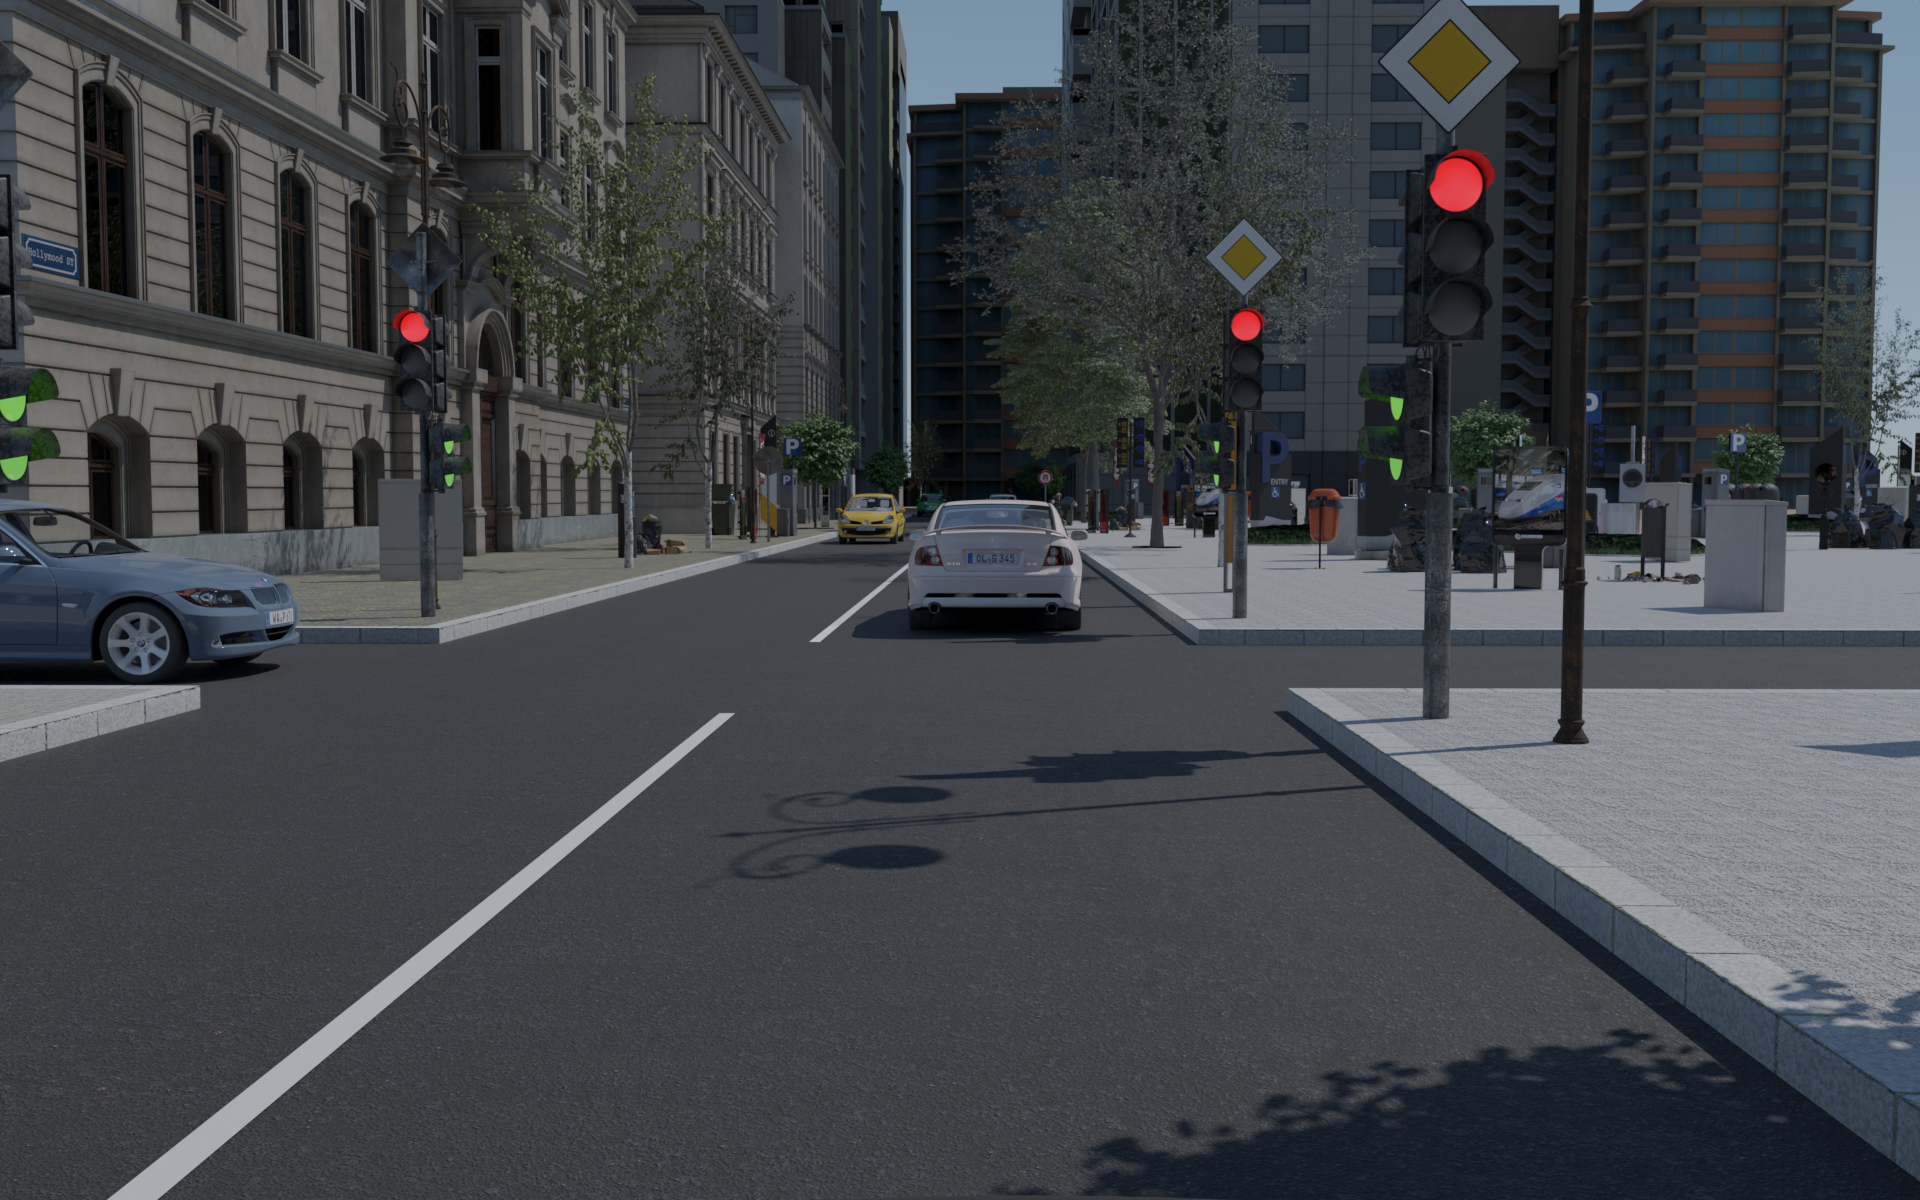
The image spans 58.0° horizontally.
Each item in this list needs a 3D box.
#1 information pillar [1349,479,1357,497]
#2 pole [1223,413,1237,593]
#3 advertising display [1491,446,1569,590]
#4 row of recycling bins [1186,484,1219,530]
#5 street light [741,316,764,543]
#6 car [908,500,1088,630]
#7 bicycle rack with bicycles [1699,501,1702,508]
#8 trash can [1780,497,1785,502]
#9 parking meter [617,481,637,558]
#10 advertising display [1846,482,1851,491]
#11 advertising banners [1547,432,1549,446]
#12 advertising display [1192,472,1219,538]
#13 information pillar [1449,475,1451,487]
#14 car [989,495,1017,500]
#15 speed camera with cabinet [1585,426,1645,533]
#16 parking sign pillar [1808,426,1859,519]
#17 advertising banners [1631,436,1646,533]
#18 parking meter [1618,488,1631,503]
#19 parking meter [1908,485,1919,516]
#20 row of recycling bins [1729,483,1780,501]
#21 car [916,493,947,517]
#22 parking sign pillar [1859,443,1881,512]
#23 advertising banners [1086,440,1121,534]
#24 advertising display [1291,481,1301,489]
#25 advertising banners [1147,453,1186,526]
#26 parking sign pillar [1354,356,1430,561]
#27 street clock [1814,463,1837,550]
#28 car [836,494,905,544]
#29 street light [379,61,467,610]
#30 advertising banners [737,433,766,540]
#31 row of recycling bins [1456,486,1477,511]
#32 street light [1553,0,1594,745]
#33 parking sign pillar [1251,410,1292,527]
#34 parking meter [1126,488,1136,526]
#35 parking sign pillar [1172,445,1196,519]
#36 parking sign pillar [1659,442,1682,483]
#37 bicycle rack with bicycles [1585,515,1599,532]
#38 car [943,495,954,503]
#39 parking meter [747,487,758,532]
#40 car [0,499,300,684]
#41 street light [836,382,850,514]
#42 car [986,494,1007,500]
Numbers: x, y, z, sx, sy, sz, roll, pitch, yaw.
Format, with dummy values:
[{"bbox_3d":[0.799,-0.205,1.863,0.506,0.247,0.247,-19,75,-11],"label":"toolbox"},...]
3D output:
[{"bbox_3d":[19.519,-4.989,86.057,0.304,2.012,0.304,-3,5,-43],"label":"information pillar"},{"bbox_3d":[3.526,-1.753,22.508,0.158,3.312,0.155,0,3,0],"label":"pole"},{"bbox_3d":[7.661,-1.106,23.301,0.974,1.923,0.123,2,4,27],"label":"advertising display"},{"bbox_3d":[9.188,-3.446,63.451,1.069,1.692,3.534,-1,4,-11],"label":"row of recycling bins"},{"bbox_3d":[-5.392,-4.416,44.983,0.468,5.910,1.993,0,4,1],"label":"street light"},{"bbox_3d":[0.429,-0.449,19.704,2.083,1.381,4.827,0,4,2],"label":"car"},{"bbox_3d":[38.705,-4.546,87.710,2.852,0.926,2.925,2,4,33],"label":"bicycle rack with bicycles"},{"bbox_3d":[39.503,-4.413,83.803,0.748,1.137,0.748,0,3,0],"label":"trash can"},{"bbox_3d":[-6.698,-1.617,34.848,0.372,1.533,0.369,0,3,0],"label":"parking meter"},{"bbox_3d":[45.776,-5.192,90.110,0.974,1.923,0.123,1,4,14],"label":"advertising display"},{"bbox_3d":[16.790,-3.268,49.622,0.090,3.025,2.074,1,4,17],"label":"advertising banners"},{"bbox_3d":[7.342,-2.804,51.062,0.974,1.923,0.123,-1,4,-8],"label":"advertising display"},{"bbox_3d":[18.546,-3.767,66.077,0.304,2.012,0.304,0,4,8],"label":"information pillar"},{"bbox_3d":[2.126,-4.497,85.520,2.014,1.417,4.499,0,4,2],"label":"car"},{"bbox_3d":[18.753,-3.418,50.215,2.038,3.252,0.660,1,4,19],"label":"speed camera with cabinet"},{"bbox_3d":[34.791,-4.951,69.423,1.447,3.967,1.447,-3,4,-39],"label":"parking sign pillar"},{"bbox_3d":[20.257,-3.398,51.745,0.090,3.025,2.074,2,4,32],"label":"advertising banners"},{"bbox_3d":[27.101,-3.818,70.831,0.372,1.533,0.369,0,3,0],"label":"parking meter"},{"bbox_3d":[25.409,-2.301,46.029,0.372,1.533,0.369,0,3,0],"label":"parking meter"},{"bbox_3d":[31.181,-3.754,68.489,1.069,1.692,3.534,0,4,-6],"label":"row of recycling bins"},{"bbox_3d":[-1.829,-6.269,111.294,1.959,1.807,4.718,0,4,1],"label":"car"},{"bbox_3d":[45.096,-5.976,86.178,1.447,3.967,1.447,-1,4,-14],"label":"parking sign pillar"},{"bbox_3d":[4.700,-3.689,56.509,0.090,3.025,2.074,-2,4,-28],"label":"advertising banners"},{"bbox_3d":[15.995,-4.801,83.707,0.974,1.923,0.123,-1,4,-17],"label":"advertising display"},{"bbox_3d":[8.294,-4.512,69.952,0.090,3.025,2.074,-3,5,-44],"label":"advertising banners"},{"bbox_3d":[8.494,-2.781,33.940,1.447,3.967,1.447,-1,4,-11],"label":"parking sign pillar"},{"bbox_3d":[19.930,-2.162,39.921,0.471,2.002,0.358,2,4,25],"label":"street clock"},{"bbox_3d":[-2.579,-2.489,50.923,2.015,1.641,3.980,0,4,2],"label":"car"},{"bbox_3d":[-5.878,-2.835,19.133,0.468,5.910,1.993,0,4,1],"label":"street light"},{"bbox_3d":[-5.892,-3.243,49.214,0.090,3.025,2.074,1,4,15],"label":"advertising banners"},{"bbox_3d":[23.734,-4.680,83.636,3.534,1.692,1.069,0,4,-2],"label":"row of recycling bins"},{"bbox_3d":[3.158,-2.201,8.775,0.468,5.910,1.993,0,4,1],"label":"street light"},{"bbox_3d":[9.815,-4.044,54.590,1.447,3.967,1.447,-2,4,-30],"label":"parking sign pillar"},{"bbox_3d":[6.889,-3.753,69.771,0.372,1.533,0.369,0,3,0],"label":"parking meter"},{"bbox_3d":[11.879,-6.268,90.949,1.447,3.967,1.447,-2,4,-25],"label":"parking sign pillar"},{"bbox_3d":[37.259,-6.261,90.845,1.447,3.967,1.447,-1,4,-12],"label":"parking sign pillar"},{"bbox_3d":[14.976,-1.902,44.482,2.925,0.926,2.852,0,4,-5],"label":"bicycle rack with bicycles"},{"bbox_3d":[-1.463,-7.700,138.483,1.945,1.354,3.894,0,4,2],"label":"car"},{"bbox_3d":[-7.041,-3.075,58.683,0.372,1.533,0.369,0,3,0],"label":"parking meter"},{"bbox_3d":[-7.660,-0.117,13.917,4.499,1.417,2.014,0,4,2],"label":"car"},{"bbox_3d":[-4.857,-6.053,71.755,0.468,5.910,1.993,0,4,1],"label":"street light"},{"bbox_3d":[2.940,-7.516,131.675,1.959,1.807,4.718,0,4,0],"label":"car"}]
